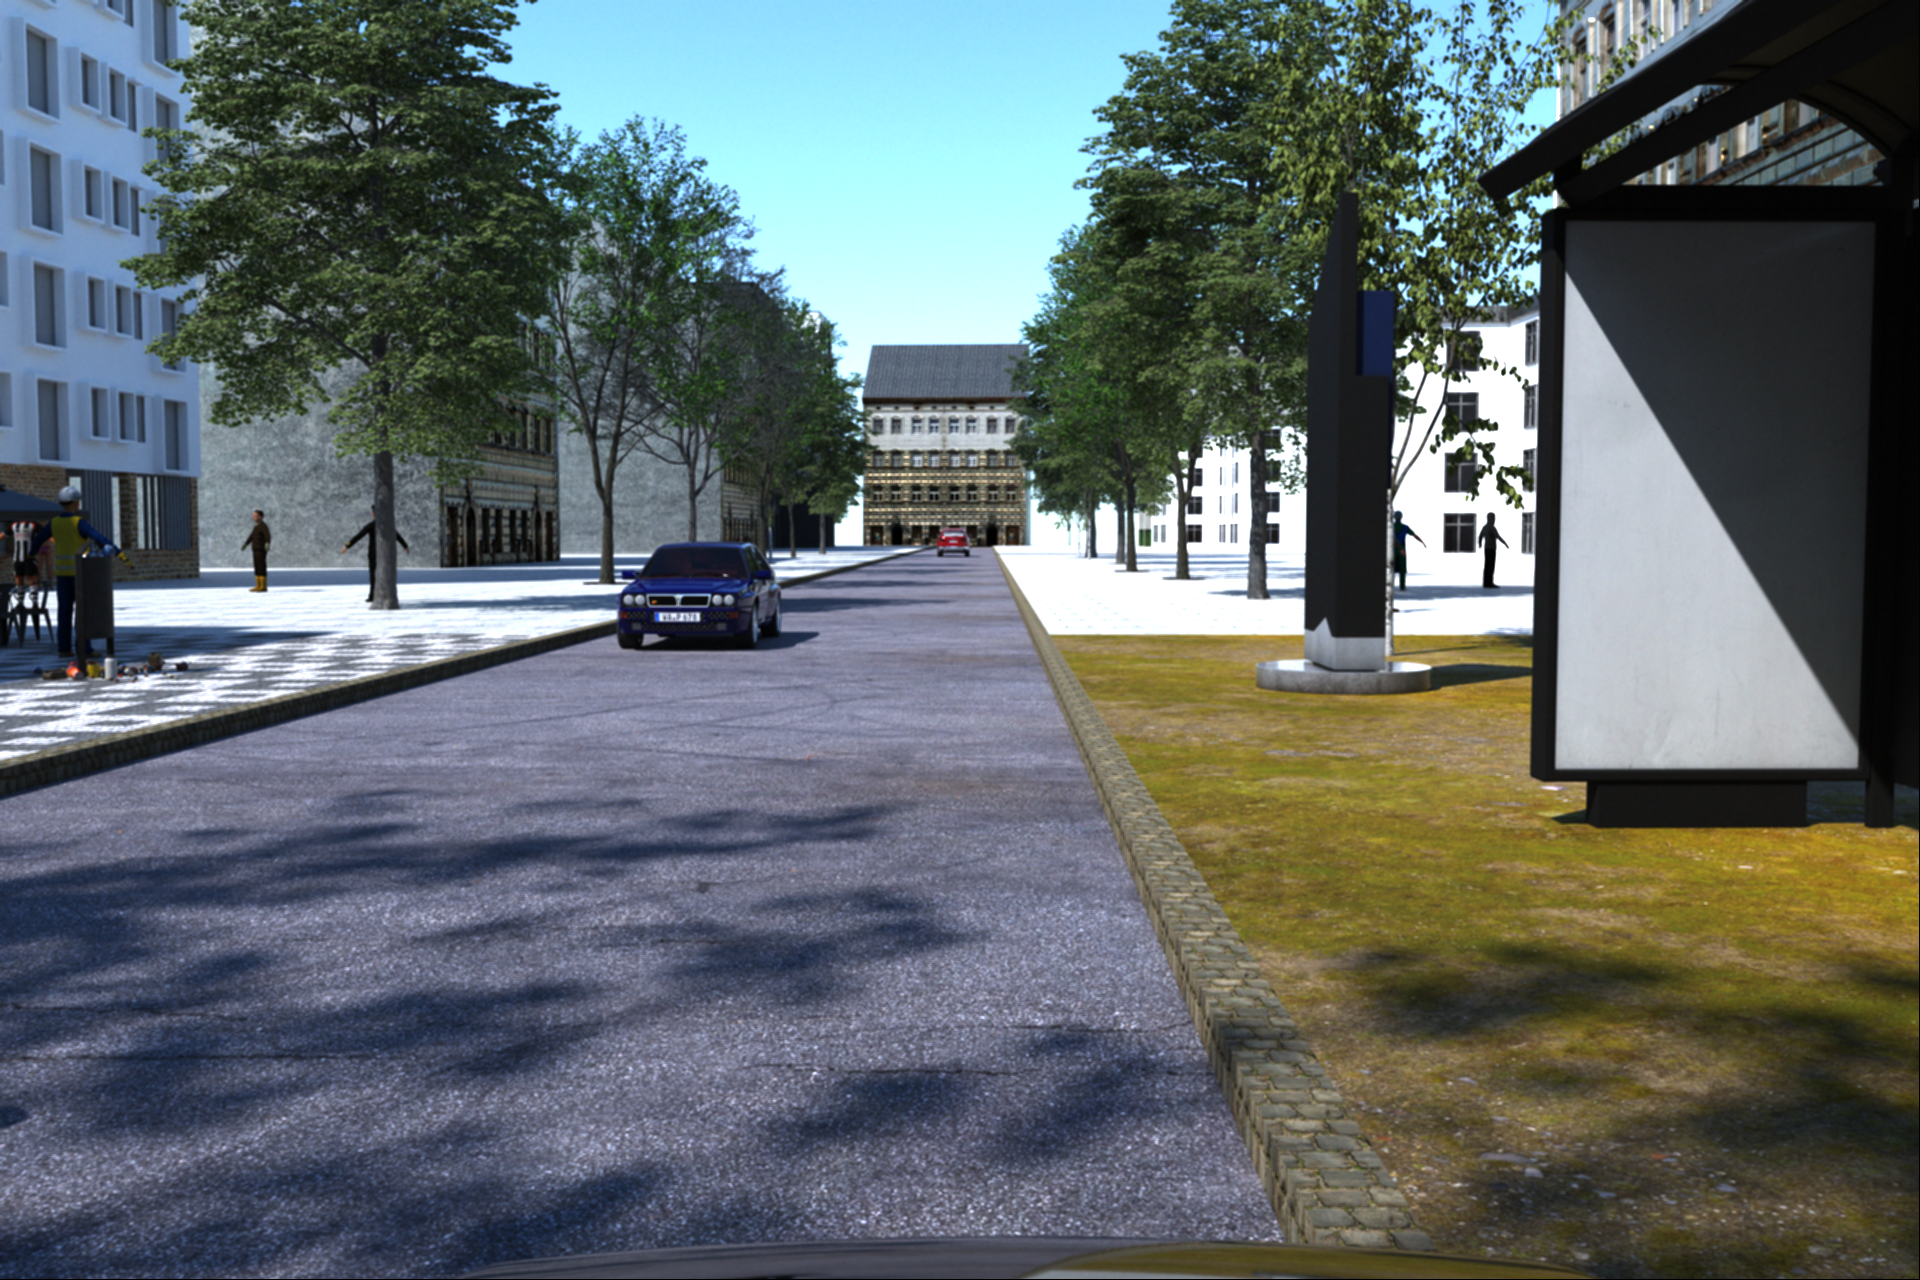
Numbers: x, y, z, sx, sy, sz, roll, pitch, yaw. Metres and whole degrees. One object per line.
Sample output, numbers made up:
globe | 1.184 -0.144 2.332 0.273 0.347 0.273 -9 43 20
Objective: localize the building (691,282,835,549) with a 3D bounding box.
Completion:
building | -26.796 -19.142 156.943 27.936 21.610 32.646 0 4 1

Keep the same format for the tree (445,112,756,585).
tree | -9.055 -7.221 43.811 9.928 11.665 9.643 0 3 0

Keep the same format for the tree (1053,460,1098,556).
tree | 6.938 -9.346 103.169 4.737 8.622 4.395 0 3 0

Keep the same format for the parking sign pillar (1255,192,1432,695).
parking sign pillar | 3.208 -1.586 14.401 1.447 3.967 1.447 0 4 1

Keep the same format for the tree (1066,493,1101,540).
tree | 14.003 -14.927 194.412 4.737 8.622 4.395 0 3 0

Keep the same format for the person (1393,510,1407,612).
person | 6.992 -1.349 28.327 0.705 1.796 1.348 2 4 32

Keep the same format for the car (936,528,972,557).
car | -0.398 -6.193 109.923 2.281 1.827 5.304 0 4 0

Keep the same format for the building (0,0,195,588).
building | -27.421 -11.076 37.511 16.016 20.090 11.380 0 4 0

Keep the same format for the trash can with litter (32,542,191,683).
trash can with litter | -7.693 -0.303 16.019 1.678 1.210 2.233 0 4 1

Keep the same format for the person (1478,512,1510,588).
person | 12.660 -2.149 41.264 0.705 1.813 1.348 -1 4 -13

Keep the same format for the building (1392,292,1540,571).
building | 20.849 -7.441 63.816 9.099 9.664 28.070 0 4 1

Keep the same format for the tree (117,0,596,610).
tree | -10.004 -6.805 29.390 7.486 12.596 7.792 0 3 0

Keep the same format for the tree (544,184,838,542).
tree | -9.207 -9.147 59.931 12.009 13.543 11.850 0 3 0

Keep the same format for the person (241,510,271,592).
person | -15.604 -1.980 38.513 0.704 1.812 1.346 -3 5 -45

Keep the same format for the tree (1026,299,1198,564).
tree | 6.563 -9.497 73.395 7.486 12.596 7.792 0 3 0

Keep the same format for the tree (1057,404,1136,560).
tree | 6.119 -8.220 84.766 4.360 8.622 3.978 0 3 0

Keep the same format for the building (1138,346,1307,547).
building | 27.166 -18.542 169.618 16.747 18.905 31.486 0 4 1

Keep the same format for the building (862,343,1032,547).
building | -1.083 -22.378 199.272 18.063 23.208 19.493 0 4 4

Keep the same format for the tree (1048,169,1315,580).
tree | 6.325 -7.511 48.560 9.928 11.665 9.643 0 3 0

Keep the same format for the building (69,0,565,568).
building | -28.468 -14.811 73.097 19.493 23.208 18.063 0 4 1

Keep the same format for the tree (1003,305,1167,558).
tree | 6.950 -11.371 92.567 9.857 13.997 8.962 0 3 0

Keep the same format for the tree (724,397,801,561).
tree | -8.973 -8.168 83.913 4.360 8.622 3.978 0 3 0

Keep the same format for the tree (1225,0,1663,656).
tree | 4.611 -4.126 17.821 4.737 8.622 4.395 0 3 0

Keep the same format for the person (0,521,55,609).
person | -15.450 -1.374 28.615 1.345 1.843 0.704 0 4 -4

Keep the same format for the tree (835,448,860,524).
tree | -16.580 -17.839 198.316 9.857 13.997 8.962 0 3 0

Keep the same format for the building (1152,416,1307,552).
building | 20.938 -11.910 136.871 9.099 9.664 28.070 0 4 1

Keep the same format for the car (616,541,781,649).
car | -3.395 -0.631 22.902 1.945 1.354 3.894 0 4 1

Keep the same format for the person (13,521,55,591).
person | -20.845 -1.994 39.406 1.217 1.733 0.721 -2 4 -28

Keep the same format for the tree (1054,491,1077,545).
tree | 12.388 -15.222 199.236 4.737 8.622 4.395 0 3 0

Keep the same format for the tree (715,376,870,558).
tree | -9.143 -9.815 94.886 8.767 10.594 7.601 0 4 -8

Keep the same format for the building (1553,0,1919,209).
building | 25.070 -12.630 37.435 19.493 23.208 18.063 0 4 1

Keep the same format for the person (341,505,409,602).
person | -11.017 -1.641 32.762 1.347 1.837 0.705 -3 5 -44

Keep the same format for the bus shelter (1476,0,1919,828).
bus shelter | 3.350 -0.679 5.020 2.014 3.302 5.546 0 4 -1

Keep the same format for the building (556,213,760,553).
building | -25.161 -18.062 126.237 19.493 23.208 18.063 0 4 1

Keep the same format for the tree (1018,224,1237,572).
tree | 5.716 -8.122 58.545 9.928 11.665 9.643 0 3 0

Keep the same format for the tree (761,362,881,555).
tree | -8.746 -11.645 108.522 7.486 12.596 7.792 0 3 0

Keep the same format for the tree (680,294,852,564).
tree | -8.336 -9.077 74.172 9.928 11.665 9.643 0 3 0

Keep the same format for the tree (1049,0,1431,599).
tree | 5.478 -7.077 33.836 7.486 12.596 7.792 0 3 0

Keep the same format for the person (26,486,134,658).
person | -9.177 -0.707 18.026 1.216 1.772 0.721 1 4 10

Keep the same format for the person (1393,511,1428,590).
person | 9.975 -2.040 39.482 1.347 1.817 0.704 1 4 15
